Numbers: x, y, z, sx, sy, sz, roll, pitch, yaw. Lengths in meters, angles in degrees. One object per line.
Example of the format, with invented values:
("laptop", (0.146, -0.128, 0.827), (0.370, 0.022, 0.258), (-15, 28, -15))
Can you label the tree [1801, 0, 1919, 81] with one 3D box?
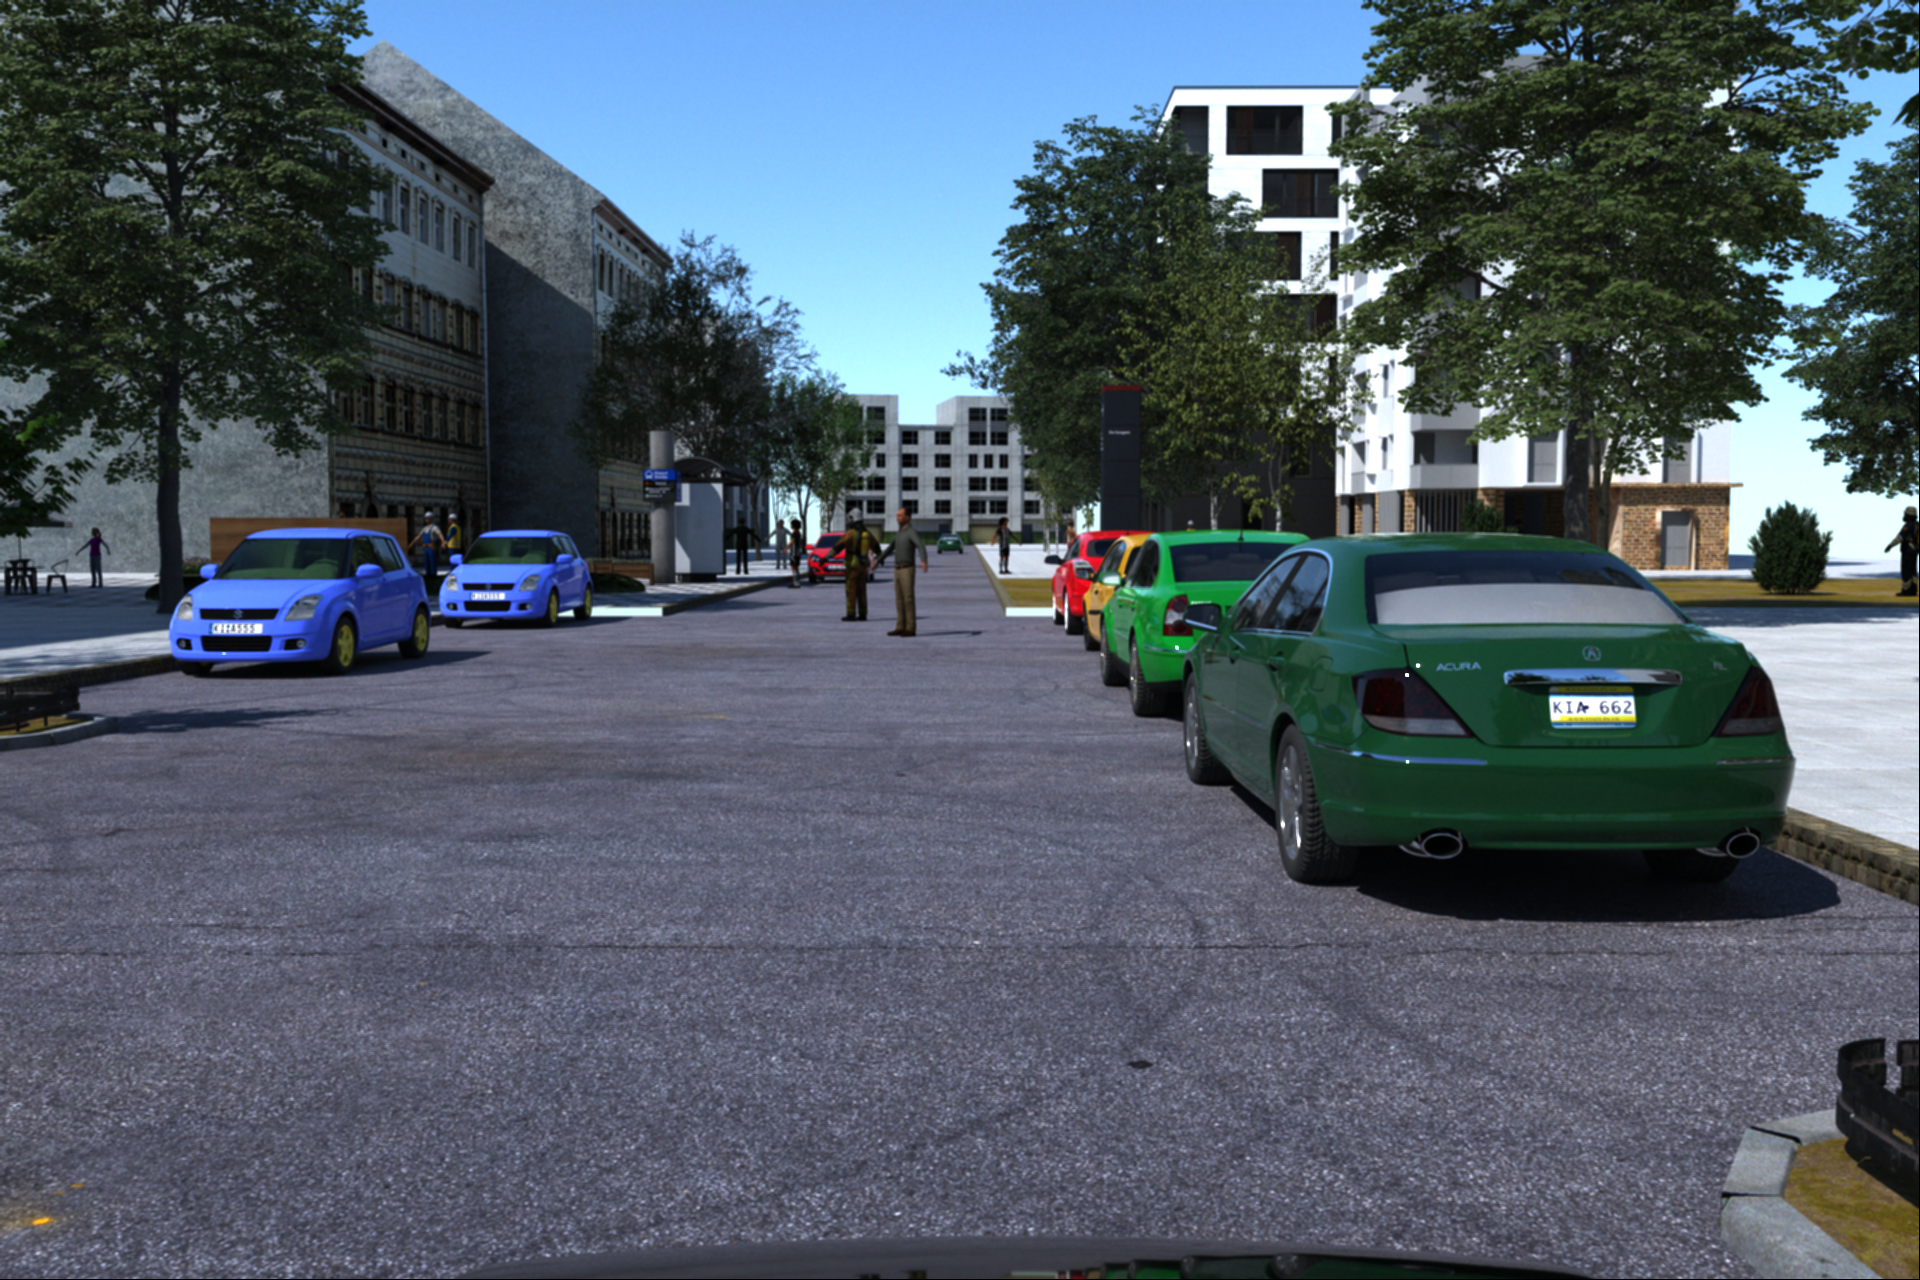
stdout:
("tree", (7.992, -5.605, 9.762), (7.486, 12.596, 7.792), (0, 3, 0))

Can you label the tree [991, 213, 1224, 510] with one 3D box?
("tree", (6.057, -9.994, 70.065), (9.857, 13.997, 8.962), (0, 3, 0))

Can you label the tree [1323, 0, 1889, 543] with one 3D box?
("tree", (8.873, -6.512, 24.599), (7.486, 12.596, 7.792), (0, 3, 0))

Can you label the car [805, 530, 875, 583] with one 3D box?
("car", (-3.544, -2.634, 52.108), (2.155, 1.783, 4.494), (0, 4, 0))

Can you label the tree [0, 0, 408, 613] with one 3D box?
("tree", (-12.650, -6.732, 28.190), (7.486, 12.596, 7.792), (0, 3, 0))

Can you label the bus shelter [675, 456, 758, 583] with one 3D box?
("bus shelter", (-6.921, -3.305, 47.963), (2.014, 3.302, 5.546), (0, 4, 0))

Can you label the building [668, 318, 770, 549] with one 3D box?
("building", (-27.623, -17.769, 156.983), (16.747, 18.905, 31.486), (0, 4, 1))

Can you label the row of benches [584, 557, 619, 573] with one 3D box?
("row of benches", (-10.882, -1.873, 46.093), (4.104, 0.672, 1.422), (-1, 4, -17))

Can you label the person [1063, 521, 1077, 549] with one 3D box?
("person", (3.795, -3.126, 57.921), (0.721, 1.733, 1.217), (-2, 4, -29))

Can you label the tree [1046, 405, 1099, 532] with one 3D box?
("tree", (5.937, -8.104, 82.865), (4.737, 8.622, 4.395), (0, 3, 0))

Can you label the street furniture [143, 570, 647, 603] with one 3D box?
("street furniture", (-11.753, -1.274, 36.449), (10.072, 0.657, 5.734), (-2, 4, -30))

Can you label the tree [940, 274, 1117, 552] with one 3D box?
("tree", (4.948, -16.551, 126.504), (12.611, 20.169, 13.585), (0, 3, 0))

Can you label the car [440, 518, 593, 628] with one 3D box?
("car", (-7.037, -1.103, 27.618), (1.945, 1.707, 3.694), (0, 4, 0))

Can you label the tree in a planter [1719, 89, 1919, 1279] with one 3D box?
("tree in a planter", (2.541, -0.356, 3.045), (1.991, 3.239, 1.994), (0, 4, 0))

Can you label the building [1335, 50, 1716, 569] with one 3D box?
("building", (21.455, -13.309, 74.030), (16.016, 20.090, 11.380), (0, 4, 0))

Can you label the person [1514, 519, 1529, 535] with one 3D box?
("person", (17.099, -2.827, 52.937), (0.721, 1.740, 1.216), (-3, 5, -42))

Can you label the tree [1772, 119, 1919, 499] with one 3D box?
("tree", (27.902, -8.644, 47.988), (9.857, 13.997, 8.962), (0, 3, 0))

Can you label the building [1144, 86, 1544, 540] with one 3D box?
("building", (23.866, -15.389, 95.580), (27.936, 21.610, 32.646), (0, 4, 1))

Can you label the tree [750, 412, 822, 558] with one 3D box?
("tree", (-10.150, -8.831, 94.756), (4.360, 8.622, 3.978), (0, 3, 0))

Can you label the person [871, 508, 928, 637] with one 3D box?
("person", (-0.798, -0.952, 24.289), (0.705, 1.796, 1.348), (-2, 4, -35))

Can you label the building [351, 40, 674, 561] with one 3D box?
("building", (-25.528, -15.639, 86.632), (19.493, 23.208, 18.063), (0, 4, 0))

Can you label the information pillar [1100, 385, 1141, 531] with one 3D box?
("information pillar", (2.823, -2.516, 30.516), (0.750, 3.857, 0.750), (0, 4, -2))

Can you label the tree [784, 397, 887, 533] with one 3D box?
("tree", (-9.556, -12.379, 128.155), (9.928, 11.665, 9.643), (0, 3, 0))

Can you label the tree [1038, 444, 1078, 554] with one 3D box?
("tree", (6.542, -9.900, 112.223), (4.737, 8.622, 4.395), (0, 3, 0))

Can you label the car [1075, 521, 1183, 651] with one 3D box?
("car", (2.389, -0.604, 20.105), (2.015, 1.641, 3.980), (0, 4, -1))

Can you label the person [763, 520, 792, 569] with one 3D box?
("person", (-6.520, -3.488, 63.215), (1.347, 1.806, 0.705), (0, 4, -3))

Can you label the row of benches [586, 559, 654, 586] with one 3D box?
("row of benches", (-9.527, -1.688, 43.059), (4.104, 0.672, 1.422), (0, 4, -6))

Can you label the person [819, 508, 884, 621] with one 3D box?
("person", (-1.728, -1.241, 28.524), (1.354, 1.858, 0.705), (-3, 5, -43))

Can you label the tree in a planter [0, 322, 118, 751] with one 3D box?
("tree in a planter", (-7.125, -0.906, 12.033), (1.991, 3.239, 1.994), (0, 4, 0))

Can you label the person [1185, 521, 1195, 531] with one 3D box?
("person", (8.425, -3.493, 63.578), (1.216, 1.772, 0.721), (-1, 4, -13))

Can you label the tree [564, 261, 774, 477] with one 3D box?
("tree", (-9.820, -7.601, 58.684), (7.601, 10.594, 8.767), (-1, 4, -14))

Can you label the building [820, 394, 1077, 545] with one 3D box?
("building", (-1.912, -21.938, 227.606), (31.486, 18.905, 16.747), (-1, 4, -10))

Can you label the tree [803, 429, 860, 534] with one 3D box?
("tree", (-9.211, -10.370, 119.905), (4.737, 8.622, 4.395), (0, 3, 0))

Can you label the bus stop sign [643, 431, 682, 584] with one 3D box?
("bus stop sign", (-7.617, -3.386, 44.384), (0.837, 3.901, 0.837), (0, 4, 1))

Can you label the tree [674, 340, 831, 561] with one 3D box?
("tree", (-9.689, -8.997, 81.518), (7.601, 10.594, 8.767), (3, 5, 45))

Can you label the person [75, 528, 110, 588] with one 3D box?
("person", (-20.562, -1.948, 41.111), (0.991, 1.433, 0.599), (1, 4, 17))

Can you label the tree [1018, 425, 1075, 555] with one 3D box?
("tree", (5.487, -9.625, 107.728), (4.360, 8.622, 3.978), (0, 3, 0))

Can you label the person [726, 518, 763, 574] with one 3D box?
("person", (-6.936, -2.991, 55.097), (1.347, 1.806, 0.705), (0, 4, -7))

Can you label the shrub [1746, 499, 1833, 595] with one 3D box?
("shrub", (17.463, -1.960, 36.473), (1.690, 2.028, 1.600), (0, 3, 0))

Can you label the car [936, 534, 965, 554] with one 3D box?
("car", (-0.704, -7.001, 126.265), (2.131, 1.459, 4.920), (0, 4, 1))

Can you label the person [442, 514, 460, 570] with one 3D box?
("person", (-13.922, -2.541, 47.517), (0.705, 1.833, 1.349), (0, 4, -2))

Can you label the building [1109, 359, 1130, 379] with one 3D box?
("building", (23.976, -18.459, 168.256), (16.747, 18.905, 31.486), (0, 3, 0))

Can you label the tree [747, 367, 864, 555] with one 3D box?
("tree", (-9.857, -11.188, 108.680), (9.928, 11.665, 9.643), (0, 3, 0))

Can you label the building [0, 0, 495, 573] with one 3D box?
("building", (-29.698, -14.336, 65.316), (19.493, 23.208, 18.063), (0, 4, 1))

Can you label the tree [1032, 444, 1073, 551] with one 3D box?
("tree", (6.052, -8.982, 97.216), (4.737, 8.622, 4.395), (0, 3, 0))

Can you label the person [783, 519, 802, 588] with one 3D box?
("person", (-4.389, -2.279, 45.868), (0.704, 1.843, 1.345), (1, 4, 10))

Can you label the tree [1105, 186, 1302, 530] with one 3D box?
("tree", (5.301, -5.264, 36.425), (4.737, 8.622, 4.395), (0, 3, 0))

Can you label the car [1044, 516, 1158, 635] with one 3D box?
("car", (2.376, -1.043, 26.096), (2.155, 1.783, 4.494), (0, 4, 0))

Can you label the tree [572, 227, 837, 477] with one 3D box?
("tree", (-10.179, -9.724, 69.357), (12.009, 13.543, 11.850), (0, 3, 0))

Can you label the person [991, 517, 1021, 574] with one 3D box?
("person", (1.446, -3.032, 55.713), (1.345, 1.843, 0.704), (-3, 5, -45))

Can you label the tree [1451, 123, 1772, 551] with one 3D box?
("tree", (16.534, -7.252, 44.319), (9.928, 11.665, 9.643), (0, 3, 0))

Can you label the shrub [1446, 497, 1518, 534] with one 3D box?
("shrub", (10.825, -1.964, 36.157), (1.661, 2.075, 1.752), (0, 3, 0))

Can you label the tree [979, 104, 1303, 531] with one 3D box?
("tree", (5.483, -8.896, 52.112), (9.857, 13.997, 8.962), (0, 3, 0))

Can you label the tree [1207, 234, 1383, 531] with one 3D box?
("tree", (8.285, -5.701, 43.568), (4.737, 8.622, 4.395), (0, 3, 0))

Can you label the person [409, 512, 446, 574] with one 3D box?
("person", (-13.534, -2.344, 44.174), (1.347, 1.847, 0.705), (2, 4, 33))

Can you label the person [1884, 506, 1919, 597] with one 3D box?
("person", (19.535, -1.828, 35.671), (1.354, 1.856, 0.705), (-2, 4, -31))

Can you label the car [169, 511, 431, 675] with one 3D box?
("car", (-7.076, -0.561, 18.769), (1.945, 1.707, 3.694), (0, 4, 1))

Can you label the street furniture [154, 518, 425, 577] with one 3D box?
("street furniture", (-19.655, -2.523, 48.103), (9.812, 1.723, 11.010), (-1, 4, -23))

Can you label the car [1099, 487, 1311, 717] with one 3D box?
("car", (2.233, -0.378, 14.970), (1.959, 1.807, 4.718), (0, 4, -1))

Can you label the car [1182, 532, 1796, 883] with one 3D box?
("car", (2.248, 0.198, 8.555), (2.131, 1.459, 4.920), (0, 4, -1))
